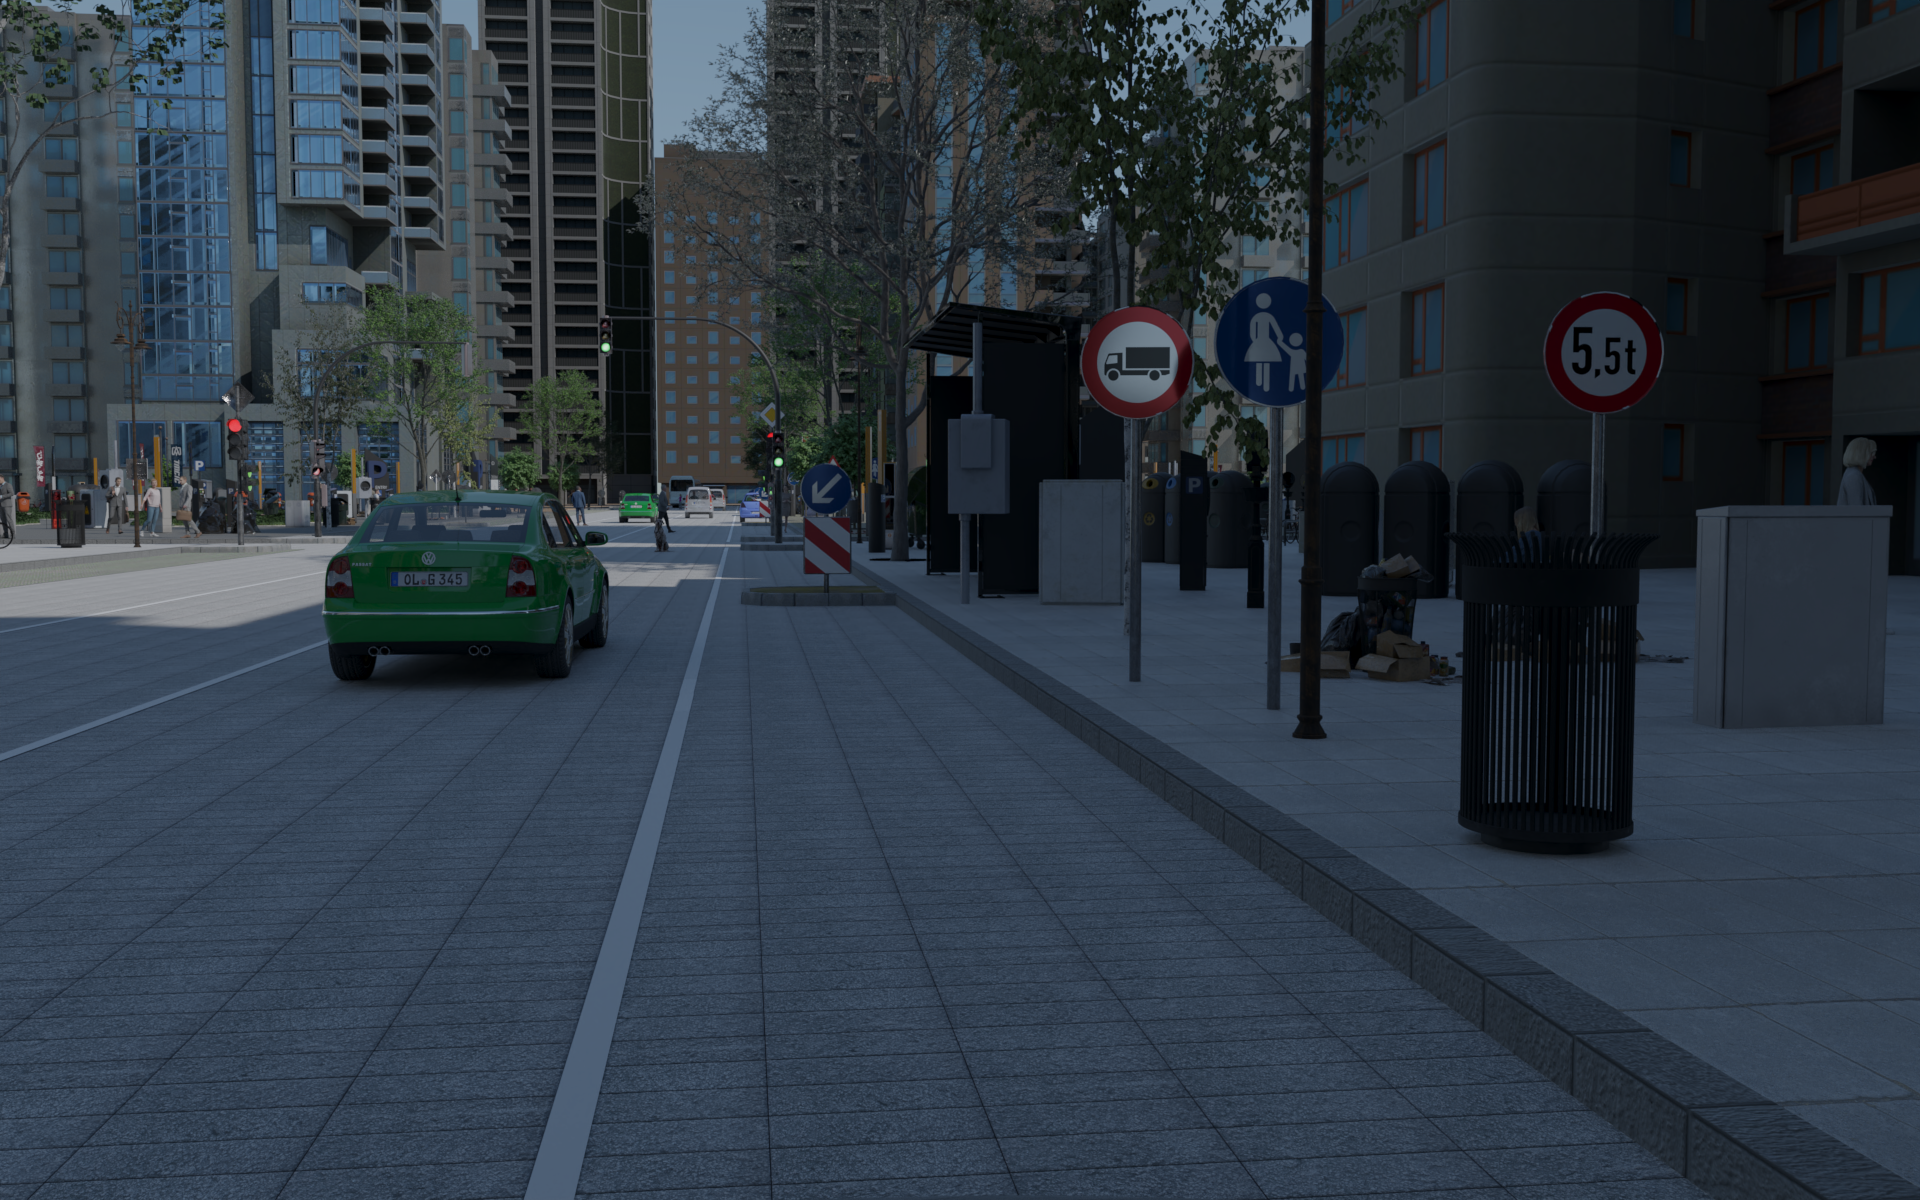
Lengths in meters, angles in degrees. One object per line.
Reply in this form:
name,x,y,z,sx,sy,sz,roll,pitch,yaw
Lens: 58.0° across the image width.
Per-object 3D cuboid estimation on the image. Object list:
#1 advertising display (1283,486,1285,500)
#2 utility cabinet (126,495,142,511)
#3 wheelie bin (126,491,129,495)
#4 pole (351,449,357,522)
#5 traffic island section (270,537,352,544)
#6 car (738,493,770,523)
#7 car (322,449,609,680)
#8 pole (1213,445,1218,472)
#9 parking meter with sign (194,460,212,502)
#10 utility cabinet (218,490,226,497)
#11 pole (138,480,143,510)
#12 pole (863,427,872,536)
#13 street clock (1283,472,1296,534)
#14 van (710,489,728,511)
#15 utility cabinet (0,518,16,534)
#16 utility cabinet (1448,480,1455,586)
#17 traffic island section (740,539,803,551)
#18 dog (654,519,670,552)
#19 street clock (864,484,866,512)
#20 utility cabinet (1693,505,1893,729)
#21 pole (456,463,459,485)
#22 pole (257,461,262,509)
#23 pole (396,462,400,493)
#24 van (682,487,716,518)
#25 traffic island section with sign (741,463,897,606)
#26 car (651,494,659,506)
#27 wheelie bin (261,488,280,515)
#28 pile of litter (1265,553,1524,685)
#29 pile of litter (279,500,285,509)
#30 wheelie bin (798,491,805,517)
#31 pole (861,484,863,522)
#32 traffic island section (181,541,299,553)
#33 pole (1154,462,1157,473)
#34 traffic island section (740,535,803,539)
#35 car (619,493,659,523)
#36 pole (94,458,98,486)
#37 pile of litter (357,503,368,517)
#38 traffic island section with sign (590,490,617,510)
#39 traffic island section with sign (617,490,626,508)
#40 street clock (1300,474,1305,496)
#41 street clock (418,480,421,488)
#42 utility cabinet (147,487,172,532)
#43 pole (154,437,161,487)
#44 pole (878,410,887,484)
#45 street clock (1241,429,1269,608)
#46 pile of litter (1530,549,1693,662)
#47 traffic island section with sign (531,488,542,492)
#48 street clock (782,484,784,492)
advertising display,16.705,-5.134,89.146,0.974,1.923,0.123,3,5,44
utility cabinet,-44.864,-5.048,93.690,1.020,1.237,0.306,-3,4,-38
wheelie bin,-53.822,-6.331,111.424,0.693,1.594,0.980,-1,4,-22
pole,-27.421,-5.168,78.343,0.158,3.312,0.155,0,3,0
traffic island section,-19.043,-1.778,51.344,2.009,0.180,2.903,0,4,-7
car,-10.291,-4.779,87.720,1.945,1.707,3.694,0,4,-6
car,-4.058,-0.365,14.763,1.959,1.807,4.718,0,4,-5
pole,10.509,-4.738,71.308,0.158,3.312,0.155,0,3,0
parking meter with sign,-39.334,-5.756,90.378,0.543,3.016,1.738,0,4,-3
utility cabinet,-38.088,-4.999,90.404,1.173,1.500,0.318,1,4,14
pole,-48.904,-6.694,103.297,0.158,3.312,0.155,0,3,0
pole,-2.763,-3.584,52.449,0.158,3.312,0.155,0,3,0
street clock,10.583,-3.140,55.909,0.471,2.002,0.358,1,4,17
van,-20.721,-8.562,146.998,2.013,2.044,4.112,0,4,-7
utility cabinet,-30.734,-2.697,55.251,1.020,1.237,0.306,-1,4,-17
utility cabinet,6.687,-0.940,24.042,0.318,1.500,1.173,1,4,19
traffic island section,-4.706,-1.395,45.095,2.009,0.180,2.903,0,4,-7
dog,-7.309,-1.600,42.996,0.800,0.831,0.513,-3,5,-45
street clock,-6.678,-7.144,121.375,0.358,2.002,0.471,3,5,42
utility cabinet,4.628,0.092,9.659,1.020,1.237,0.306,-1,4,-11
pole,-32.527,-7.238,112.184,0.158,3.312,0.155,0,3,0
pole,-43.399,-6.942,107.343,0.158,3.312,0.155,0,3,0
pole,-35.695,-7.106,110.032,0.158,3.312,0.155,0,3,0
van,-15.523,-5.876,103.091,2.013,2.044,4.112,0,4,-8
traffic island section with sign,-1.919,-0.882,23.054,1.989,1.847,2.006,0,4,-7
car,-32.413,-10.641,182.773,1.959,1.807,4.718,0,4,-7
wheelie bin,-36.194,-5.085,91.040,0.693,1.594,0.980,3,4,36
pile of litter,2.917,0.104,12.272,1.176,0.858,1.719,-2,4,-26
pile of litter,-47.363,-6.513,120.447,1.176,0.858,1.719,3,4,38
wheelie bin,-8.641,-5.491,97.693,0.980,1.594,0.693,0,4,-7
pole,-4.444,-5.179,78.522,0.158,3.312,0.155,0,3,0
traffic island section,-18.042,-1.293,43.421,2.009,0.180,2.903,0,4,-7
pole,12.599,-7.214,111.795,0.158,3.312,0.155,0,3,0
traffic island section,-5.706,-1.880,53.017,2.009,0.180,2.903,0,4,-7
car,-16.173,-4.797,87.224,1.959,1.807,4.718,0,4,-7
pole,-48.804,-6.361,97.844,0.158,3.312,0.155,0,3,0
pile of litter,-33.861,-5.092,97.227,1.719,0.858,1.176,-1,4,-18
traffic island section with sign,-31.481,-8.790,152.344,1.989,1.847,2.006,0,4,-7
traffic island section with sign,-34.857,-10.426,179.087,1.989,1.847,2.006,0,4,-7
street clock,12.434,-3.533,62.337,0.358,2.002,0.471,-1,4,-19
street clock,-28.412,-5.313,91.435,0.358,2.002,0.471,0,4,5
utility cabinet,-26.537,-2.979,57.386,1.173,1.500,0.318,3,5,43
pole,-28.665,-4.162,61.890,0.158,3.312,0.155,0,3,0
pole,-1.881,-2.940,41.917,0.158,3.312,0.155,0,3,0
street clock,3.332,-0.911,19.464,0.358,2.002,0.471,1,4,13
pile of litter,4.782,0.030,13.472,1.719,0.858,1.176,2,4,25
traffic island section with sign,-25.311,-5.805,103.543,1.989,1.847,2.006,0,4,-7
street clock,-12.211,-7.042,119.699,0.358,2.002,0.471,-3,5,-44
